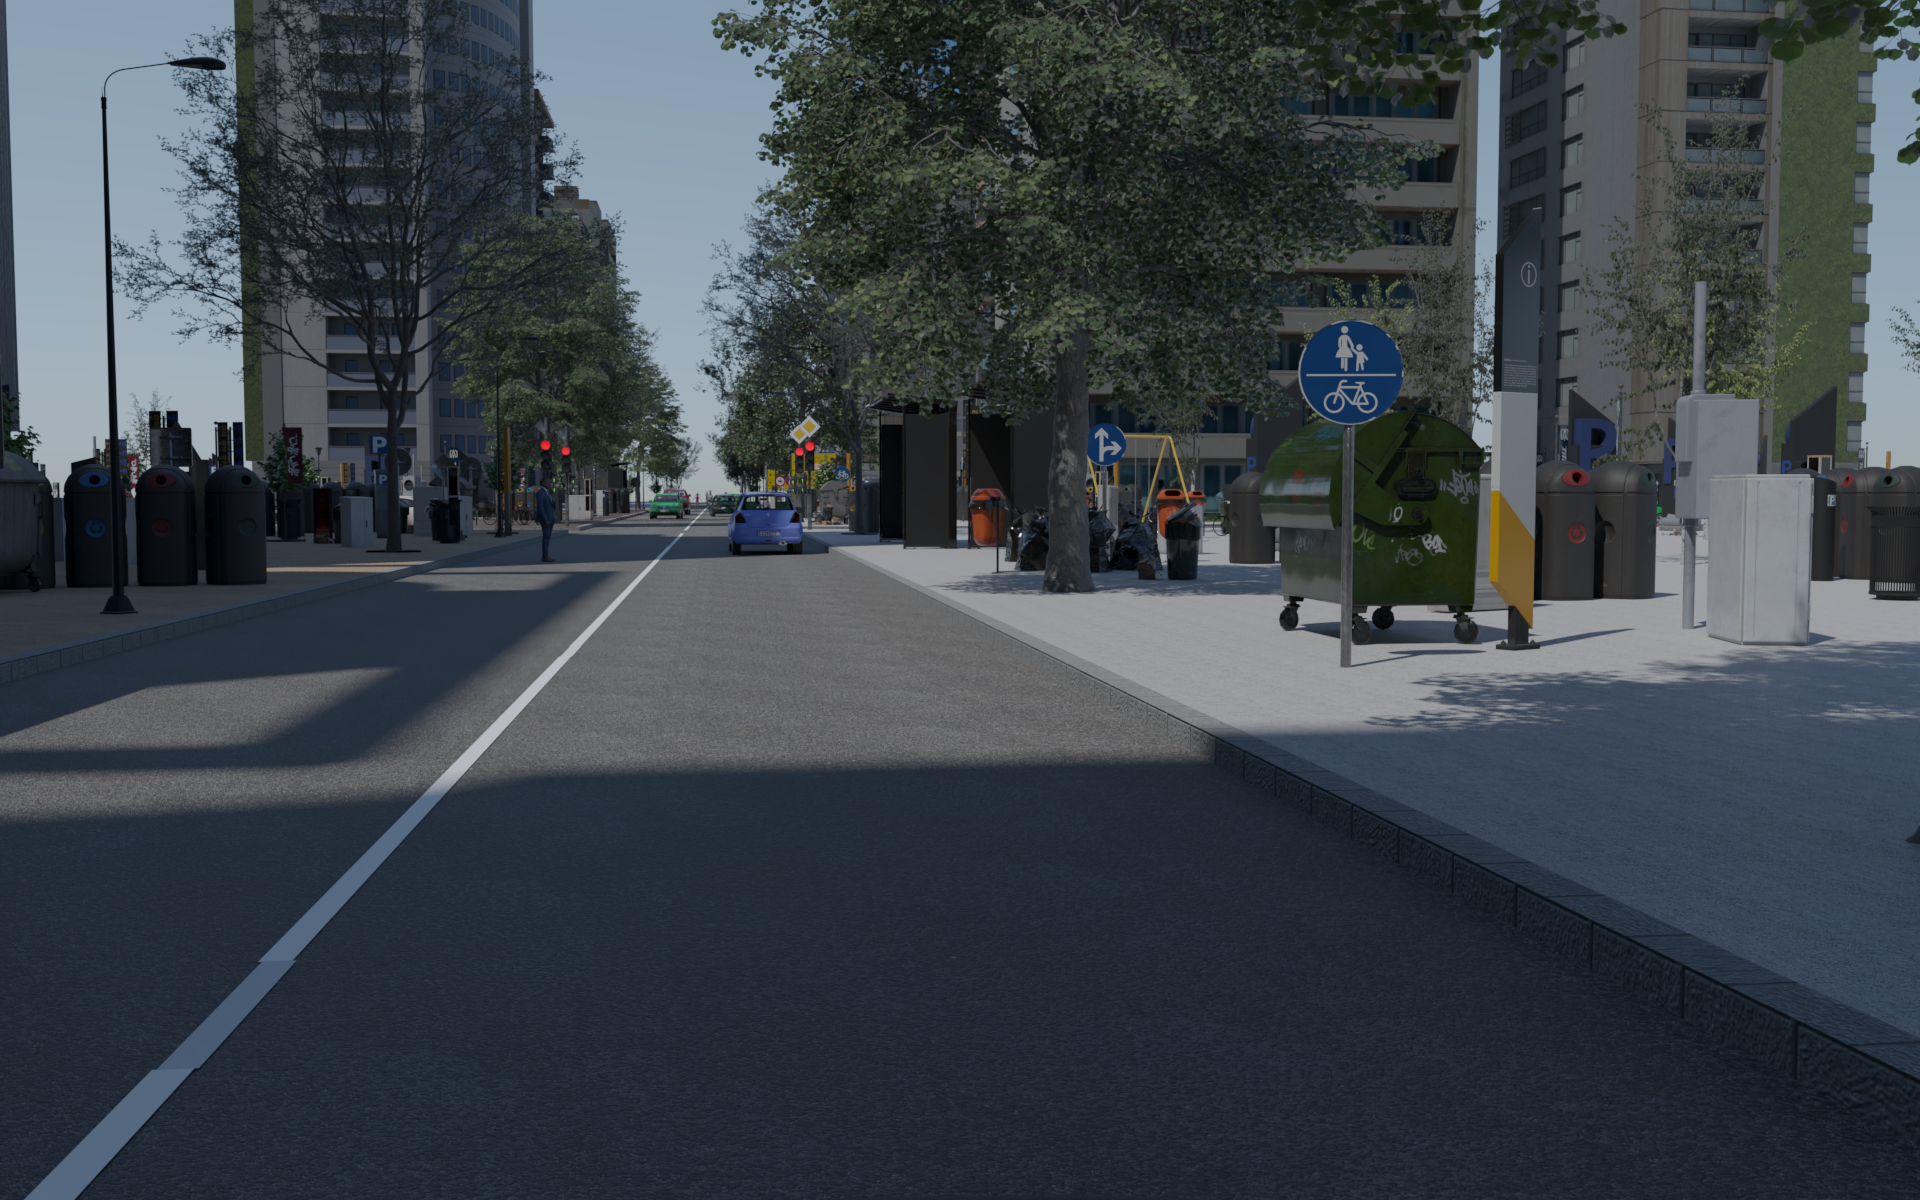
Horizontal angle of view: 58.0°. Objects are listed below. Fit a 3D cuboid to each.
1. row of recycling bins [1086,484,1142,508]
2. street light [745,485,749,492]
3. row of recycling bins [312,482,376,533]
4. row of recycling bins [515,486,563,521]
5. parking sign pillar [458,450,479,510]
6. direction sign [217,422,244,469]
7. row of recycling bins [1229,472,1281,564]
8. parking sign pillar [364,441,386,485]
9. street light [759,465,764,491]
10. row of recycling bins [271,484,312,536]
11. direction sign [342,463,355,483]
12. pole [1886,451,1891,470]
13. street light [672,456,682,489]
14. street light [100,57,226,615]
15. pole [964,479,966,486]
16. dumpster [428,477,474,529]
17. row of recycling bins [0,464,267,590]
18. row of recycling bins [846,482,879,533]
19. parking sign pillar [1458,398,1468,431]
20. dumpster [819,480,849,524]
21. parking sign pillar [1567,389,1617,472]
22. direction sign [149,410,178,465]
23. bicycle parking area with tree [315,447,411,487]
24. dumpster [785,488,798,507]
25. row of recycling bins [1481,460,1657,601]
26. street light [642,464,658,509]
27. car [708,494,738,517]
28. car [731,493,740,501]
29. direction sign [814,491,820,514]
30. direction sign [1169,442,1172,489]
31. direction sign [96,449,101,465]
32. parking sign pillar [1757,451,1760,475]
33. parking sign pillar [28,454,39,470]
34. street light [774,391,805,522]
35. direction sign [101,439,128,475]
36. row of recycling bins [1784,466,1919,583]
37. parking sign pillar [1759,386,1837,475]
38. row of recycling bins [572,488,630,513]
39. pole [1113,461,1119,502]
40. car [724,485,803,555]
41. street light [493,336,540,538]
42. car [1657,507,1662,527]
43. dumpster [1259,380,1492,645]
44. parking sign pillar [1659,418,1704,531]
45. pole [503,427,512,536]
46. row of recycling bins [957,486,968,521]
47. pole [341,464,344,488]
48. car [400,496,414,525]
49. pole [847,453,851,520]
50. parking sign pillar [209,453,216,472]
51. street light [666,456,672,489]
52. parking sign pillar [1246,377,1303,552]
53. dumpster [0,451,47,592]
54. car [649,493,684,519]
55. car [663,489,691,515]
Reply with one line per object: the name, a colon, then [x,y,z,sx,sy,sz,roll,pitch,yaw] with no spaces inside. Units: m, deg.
row of recycling bins: [6.467,-4.039,73.148,1.069,1.692,3.534,-2,4,-30]
street light: [-18.475,-11.166,155.110,1.470,5.913,1.316,0,4,-8]
row of recycling bins: [-20.596,-3.108,57.932,1.069,1.692,3.534,3,4,36]
row of recycling bins: [-20.438,-4.709,84.106,1.069,1.692,3.534,-3,5,-44]
parking sign pillar: [-28.276,-6.775,99.240,1.447,3.967,1.447,3,5,43]
direction sign: [-22.874,-3.815,54.378,0.876,3.537,0.379,1,4,11]
row of recycling bins: [6.766,-1.521,31.974,3.534,1.692,1.069,0,4,-1]
parking sign pillar: [-29.703,-6.112,88.403,1.447,3.967,1.447,-1,4,-9]
street light: [-12.448,-8.513,111.729,1.470,5.913,1.316,0,4,-8]
row of recycling bins: [-21.717,-2.779,52.557,3.534,1.692,1.069,0,4,-5]
direction sign: [-44.647,-8.233,126.599,0.876,3.537,0.379,-2,4,-28]
pole: [44.159,-5.419,82.447,0.158,3.312,0.155,0,3,0]
street light: [-37.367,-15.549,226.769,1.470,5.913,1.316,0,4,-8]
street light: [-8.500,-2.811,18.497,1.470,5.913,1.316,0,4,-8]
pole: [0.246,-6.318,97.136,0.158,3.312,0.155,0,3,0]
dumpster: [-16.450,-3.068,55.926,1.264,1.857,1.865,0,4,-8]
row of recycling bins: [-11.580,-1.041,24.129,3.534,1.692,1.069,-2,4,-25]
row of recycling bins: [-3.063,-3.160,58.780,1.069,1.692,3.534,-1,4,-13]
parking sign pillar: [13.614,-3.608,47.464,1.447,3.967,1.447,1,4,22]
dumpster: [-5.370,-4.205,74.508,1.264,1.857,1.865,0,4,-8]
parking sign pillar: [16.358,-3.439,44.696,1.447,3.967,1.447,-1,4,-14]
direction sign: [-21.594,-3.367,47.053,0.876,3.537,0.379,1,4,11]
bicycle parking area with tree: [-36.779,-7.321,106.699,8.231,4.147,9.016,0,4,-1]
dumpster: [-9.626,-5.897,102.180,1.264,1.857,1.865,0,4,-8]
row of recycling bins: [6.860,-0.845,20.927,3.534,1.692,1.069,-1,4,-22]
street light: [-25.999,-10.558,145.167,1.470,5.913,1.316,0,4,-8]
car: [-15.073,-6.167,110.609,2.009,1.686,4.222,-1,4,-10]
car: [-16.699,-7.202,126.548,1.959,1.807,4.718,0,4,-8]
direction sign: [-10.570,-8.147,125.195,0.876,3.537,0.379,3,5,41]
direction sign: [9.097,-5.065,74.803,0.379,3.537,0.876,0,4,0]
direction sign: [-42.718,-5.769,86.325,0.379,3.537,0.876,3,5,42]
parking sign pillar: [36.284,-5.511,78.574,1.447,3.967,1.447,2,4,31]
parking sign pillar: [-56.778,-7.186,105.962,1.447,3.967,1.447,-3,5,-42]
street light: [-7.719,-6.462,78.193,1.470,5.913,1.316,0,4,-8]
direction sign: [-34.604,-4.838,71.101,0.876,3.537,0.379,0,4,-1]
row of recycling bins: [13.686,-1.189,26.557,1.069,1.692,3.534,0,4,-4]
parking sign pillar: [21.130,-3.345,43.167,1.447,3.967,1.447,-1,4,-17]
row of recycling bins: [-23.647,-6.588,114.831,3.534,1.692,1.069,0,4,-2]
pole: [5.751,-4.283,63.877,0.158,3.312,0.155,0,3,0]
car: [-4.775,-1.995,42.209,1.945,1.707,3.694,-1,4,-9]
street light: [-13.054,-4.801,51.040,1.470,5.913,1.316,0,4,-8]
car: [26.590,-3.738,69.914,4.718,1.807,1.959,-1,4,-8]
dumpster: [3.689,-0.794,15.469,1.502,2.255,1.985,0,4,-8]
parking sign pillar: [25.225,-4.404,60.475,1.447,3.967,1.447,-2,4,-34]
pole: [-13.770,-3.600,52.703,0.158,3.312,0.155,0,3,0]
row of recycling bins: [0.255,-4.741,84.625,1.069,1.692,3.534,-1,4,-10]
pole: [-41.711,-7.532,116.985,0.158,3.312,0.155,0,3,0]
car: [-20.817,-3.117,63.324,4.827,1.381,2.083,0,4,-8]
pole: [-5.555,-5.668,86.515,0.158,3.312,0.155,0,3,0]
parking sign pillar: [-48.147,-7.632,113.249,1.447,3.967,1.447,-3,5,-42]
street light: [-30.541,-12.543,177.616,1.470,5.913,1.316,0,4,-8]
parking sign pillar: [7.115,-3.105,39.246,1.447,3.967,1.447,-2,4,-29]
dumpster: [-12.510,-0.984,21.844,1.264,1.857,1.865,0,4,-8]
car: [-17.090,-5.631,100.855,1.959,1.807,4.718,0,4,-6]
car: [-20.017,-6.911,121.662,2.281,1.827,5.304,0,4,-6]
